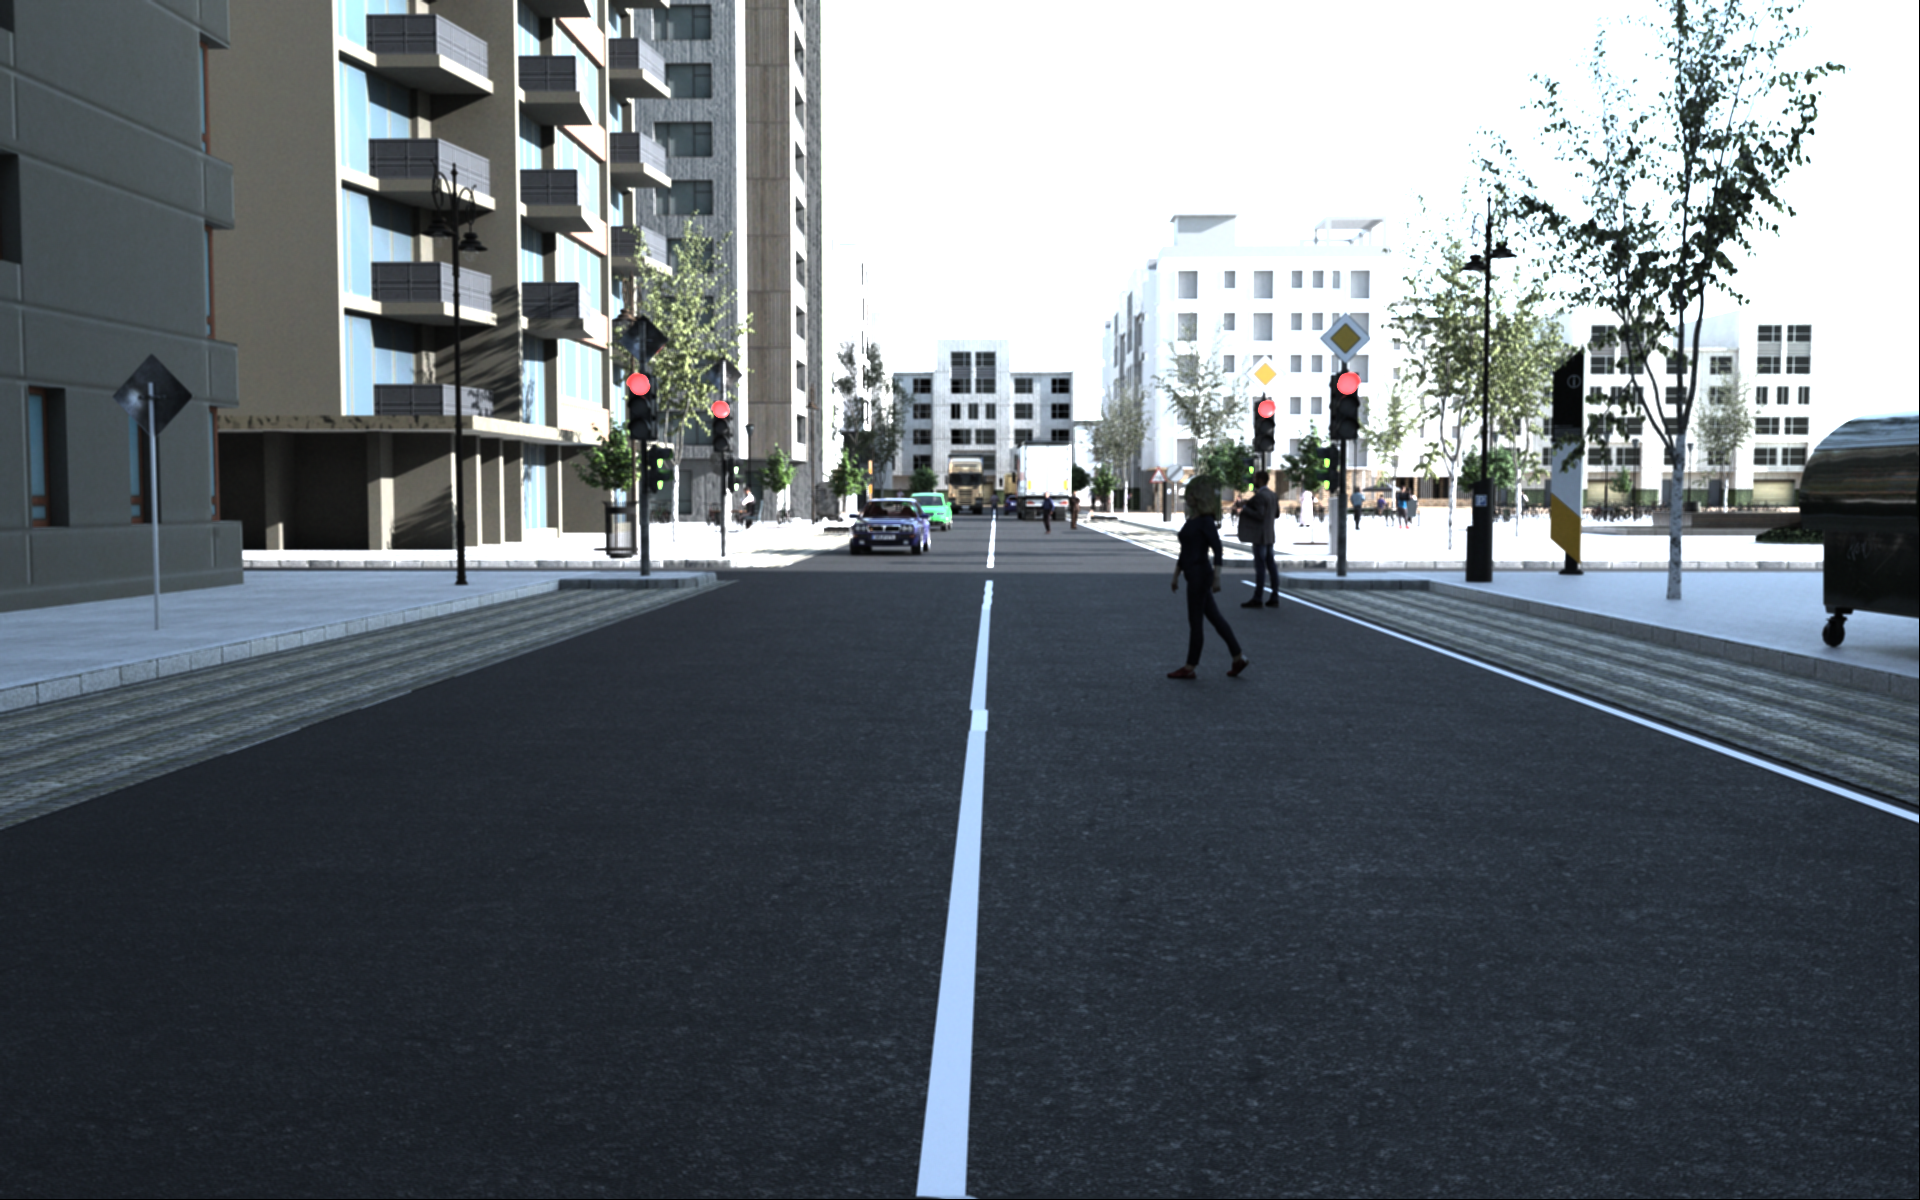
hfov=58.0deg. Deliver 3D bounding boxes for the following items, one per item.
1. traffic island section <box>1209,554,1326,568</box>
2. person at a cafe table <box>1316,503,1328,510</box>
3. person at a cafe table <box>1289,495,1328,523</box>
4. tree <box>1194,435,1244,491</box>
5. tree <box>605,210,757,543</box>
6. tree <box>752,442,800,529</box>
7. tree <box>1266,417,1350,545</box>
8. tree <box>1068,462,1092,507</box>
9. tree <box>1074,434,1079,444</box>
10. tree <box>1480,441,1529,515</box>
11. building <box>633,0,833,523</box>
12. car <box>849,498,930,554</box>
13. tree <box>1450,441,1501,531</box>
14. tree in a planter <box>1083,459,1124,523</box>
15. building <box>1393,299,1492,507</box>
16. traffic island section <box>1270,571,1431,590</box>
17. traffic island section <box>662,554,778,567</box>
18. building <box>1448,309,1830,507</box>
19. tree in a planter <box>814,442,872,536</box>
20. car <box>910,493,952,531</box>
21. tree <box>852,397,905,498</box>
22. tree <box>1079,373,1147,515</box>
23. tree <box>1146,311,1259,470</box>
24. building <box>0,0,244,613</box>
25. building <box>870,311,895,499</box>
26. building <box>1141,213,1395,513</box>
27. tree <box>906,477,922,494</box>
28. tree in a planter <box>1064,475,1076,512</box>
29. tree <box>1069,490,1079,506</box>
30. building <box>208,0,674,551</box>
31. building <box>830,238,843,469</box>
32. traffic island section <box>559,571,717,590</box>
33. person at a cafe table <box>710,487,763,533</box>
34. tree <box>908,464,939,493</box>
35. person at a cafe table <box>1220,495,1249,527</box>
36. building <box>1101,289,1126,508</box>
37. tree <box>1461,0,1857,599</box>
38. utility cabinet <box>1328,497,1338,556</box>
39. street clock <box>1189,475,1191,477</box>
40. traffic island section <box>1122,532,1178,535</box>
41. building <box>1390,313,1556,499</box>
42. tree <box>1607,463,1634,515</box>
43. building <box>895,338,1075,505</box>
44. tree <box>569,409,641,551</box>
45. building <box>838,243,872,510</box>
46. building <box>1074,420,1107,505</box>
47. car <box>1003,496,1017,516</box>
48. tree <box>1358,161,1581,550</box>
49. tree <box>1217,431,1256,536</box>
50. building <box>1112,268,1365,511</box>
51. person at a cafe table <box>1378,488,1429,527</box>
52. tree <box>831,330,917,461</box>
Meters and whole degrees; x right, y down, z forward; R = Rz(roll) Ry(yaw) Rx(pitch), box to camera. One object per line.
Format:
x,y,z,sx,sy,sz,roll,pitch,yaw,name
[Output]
6.159,-0.783,35.082,2.009,0.180,2.903,0,4,1,traffic island section
21.333,-5.704,104.126,1.726,1.238,1.698,3,5,43,person at a cafe table
15.415,-4.161,76.550,1.698,1.524,1.622,0,4,4,person at a cafe table
14.461,-6.863,95.928,4.285,4.588,4.351,0,3,0,tree
-7.496,-5.835,45.757,4.737,8.622,4.395,0,3,0,tree
-6.925,-4.279,64.563,1.663,3.219,1.824,0,3,0,tree
8.810,-3.012,43.842,1.663,3.219,1.824,0,3,0,tree
12.100,-12.208,183.312,4.285,4.588,4.351,0,3,0,tree
9.790,-9.965,113.282,4.360,8.622,3.978,0,3,0,tree
33.504,-7.563,107.373,4.285,4.588,4.351,0,3,0,tree
-13.762,-24.397,82.490,14.154,41.232,14.086,0,4,1,building
-1.688,-1.820,42.330,1.945,1.354,3.894,0,4,3,car
17.931,-4.056,60.923,1.663,3.219,1.824,0,3,0,tree
7.251,-5.527,87.586,1.991,3.239,1.994,0,4,1,tree in a planter
45.709,-19.456,174.529,11.380,20.091,16.016,0,4,1,building
5.994,-0.295,27.098,2.009,0.180,2.903,0,4,1,traffic island section
-4.820,-0.797,35.313,2.009,0.180,2.903,0,4,1,traffic island section
67.132,-18.802,173.871,31.486,18.905,16.747,0,4,1,building
-3.983,-3.831,59.856,1.991,3.239,1.994,0,4,1,tree in a planter
-1.299,-3.666,68.740,1.959,1.807,4.718,0,4,2,car
-5.869,-10.904,128.637,4.360,8.622,3.978,0,3,0,tree
9.983,-9.477,105.317,4.360,8.622,3.978,0,3,0,tree
9.910,-7.345,70.450,4.360,8.622,3.978,0,3,0,tree
-24.951,-10.123,10.549,28.899,21.520,27.650,0,4,1,building
-23.122,-18.965,176.538,31.486,18.905,16.747,0,4,1,building
21.046,-16.258,122.232,16.016,20.091,11.380,0,4,1,building
-4.442,-11.207,177.843,1.663,3.219,1.824,0,3,0,tree
8.270,-8.536,136.785,1.991,3.239,1.994,0,4,1,tree in a planter
11.970,-11.794,187.434,1.663,3.219,1.824,0,3,0,tree
-21.075,-24.266,51.381,22.147,44.769,28.867,0,4,1,building
-15.862,-15.953,117.244,16.016,20.091,11.380,0,4,1,building
-4.985,-0.309,27.329,2.009,0.180,2.903,0,4,1,traffic island section
-7.420,-3.021,57.911,1.622,1.524,1.698,0,4,2,person at a cafe table
-3.959,-12.478,187.735,4.285,4.588,4.351,0,3,0,tree
10.748,-3.516,68.349,1.698,1.238,1.726,3,5,43,person at a cafe table
21.625,-18.909,165.574,16.016,20.091,11.380,0,4,1,building
8.637,-4.330,21.158,4.360,8.622,3.978,0,3,0,tree
7.901,-1.544,36.400,0.306,1.237,1.020,1,4,8,utility cabinet
8.843,-3.731,65.573,0.358,2.002,0.471,-1,4,-22,street clock
6.685,-2.317,60.744,1.991,0.108,1.994,0,4,1,traffic island section
58.015,-22.381,209.909,32.646,21.610,27.936,0,4,1,building
40.926,-6.857,106.705,1.663,3.219,1.824,0,3,0,tree
-2.542,-20.732,205.422,31.486,18.905,16.747,0,4,1,building
-7.859,-2.749,39.548,1.663,3.219,1.824,0,3,0,tree
-22.190,-18.063,139.304,27.936,21.610,32.646,0,4,1,building
27.135,-15.803,200.519,28.070,9.664,9.099,0,4,1,building
3.864,-6.389,117.036,1.945,1.354,3.894,0,4,3,car
11.412,-5.447,39.422,4.737,8.622,4.395,0,3,0,tree
8.707,-3.565,52.895,1.663,3.219,1.824,0,3,0,tree
22.131,-16.971,143.928,16.747,18.905,31.486,0,4,1,building
17.375,-3.609,67.515,1.698,1.524,1.622,0,4,-4,person at a cafe table
-6.557,-10.084,99.291,8.767,10.594,7.601,0,4,3,tree
